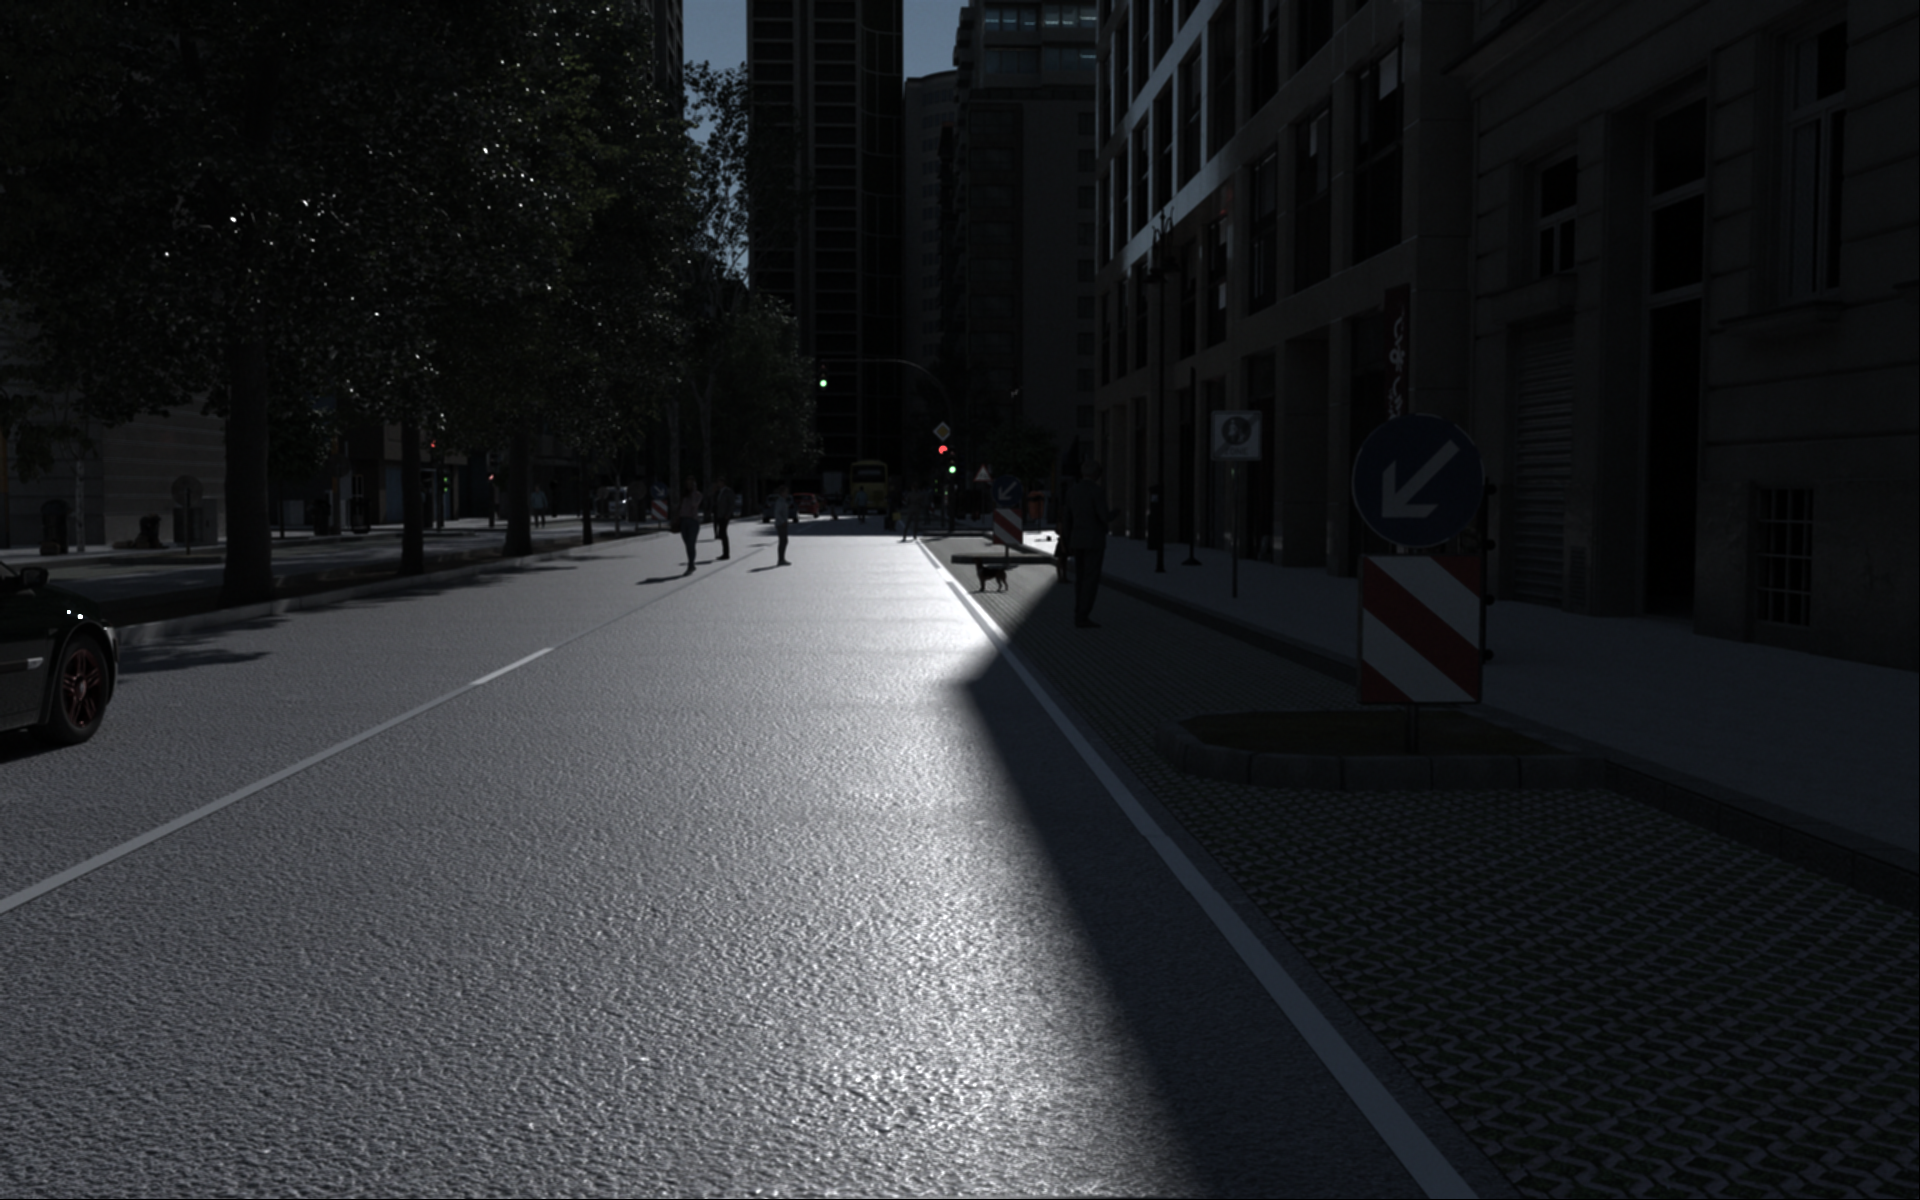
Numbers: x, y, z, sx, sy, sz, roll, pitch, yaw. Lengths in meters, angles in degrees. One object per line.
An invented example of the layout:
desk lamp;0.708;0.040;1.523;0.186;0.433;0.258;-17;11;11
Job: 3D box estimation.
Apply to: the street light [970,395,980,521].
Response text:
street light;0.688;-6.623;81.074;0.468;5.910;1.993;0;4;-3

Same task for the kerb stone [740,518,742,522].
kerb stone;-11.444;-4.087;89.108;0.120;0.150;1.000;0;4;-3

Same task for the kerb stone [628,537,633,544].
kerb stone;-9.572;-1.679;49.660;0.120;0.150;1.000;0;4;-3

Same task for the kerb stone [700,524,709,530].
kerb stone;-10.626;-3.027;71.702;0.120;0.150;1.000;0;4;-3

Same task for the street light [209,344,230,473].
street light;-18.999;-4.410;44.894;0.468;5.910;1.993;0;4;-3

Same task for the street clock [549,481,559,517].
street clock;-22.368;-5.559;95.464;0.471;2.002;0.358;2;4;28

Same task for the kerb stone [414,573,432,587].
kerb stone;-8.503;-0.301;27.122;0.120;0.150;1.000;0;4;-3

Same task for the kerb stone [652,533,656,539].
kerb stone;-9.821;-1.993;54.784;0.120;0.150;1.000;0;4;-3

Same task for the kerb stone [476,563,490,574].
kerb stone;-8.703;-0.553;31.231;0.120;0.150;1.000;0;4;-3

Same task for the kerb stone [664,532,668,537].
kerb stone;-9.967;-2.181;57.856;0.120;0.150;1.000;0;4;-3

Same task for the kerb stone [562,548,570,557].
kerb stone;-9.092;-1.051;39.424;0.120;0.150;1.000;0;4;-3

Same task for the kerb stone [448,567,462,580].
kerb stone;-8.609;-0.424;29.178;0.120;0.150;1.000;0;4;-3

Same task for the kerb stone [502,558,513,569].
kerb stone;-8.799;-0.678;33.280;0.120;0.150;1.000;0;4;-3

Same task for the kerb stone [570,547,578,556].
kerb stone;-9.138;-1.115;40.444;0.120;0.150;1.000;0;4;-3

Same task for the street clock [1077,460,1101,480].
street clock;2.744;-1.973;36.821;0.471;2.002;0.358;2;4;33

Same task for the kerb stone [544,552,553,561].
kerb stone;-8.999;-0.925;37.372;0.120;0.150;1.000;0;4;-3

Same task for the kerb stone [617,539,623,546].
kerb stone;-9.479;-1.554;47.602;0.120;0.150;1.000;0;4;-3

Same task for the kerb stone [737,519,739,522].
kerb stone;-11.346;-3.962;87.057;0.120;0.150;1.000;0;4;-3

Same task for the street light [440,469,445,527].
street light;-19.955;-5.738;66.600;0.468;5.910;1.993;0;4;-3

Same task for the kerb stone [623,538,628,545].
kerb stone;-9.531;-1.612;48.627;0.120;0.150;1.000;0;4;-3

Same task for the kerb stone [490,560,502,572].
kerb stone;-8.750;-0.614;32.252;0.120;0.150;1.000;0;4;-3

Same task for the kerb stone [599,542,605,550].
kerb stone;-9.336;-1.365;44.530;0.120;0.150;1.000;0;4;-3

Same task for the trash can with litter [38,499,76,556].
trash can with litter;-19.048;-1.536;36.500;0.624;1.170;1.055;-1;4;-18

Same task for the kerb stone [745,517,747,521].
kerb stone;-11.593;-4.280;92.183;0.120;0.150;1.000;0;4;-3

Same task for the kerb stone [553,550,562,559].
kerb stone;-9.039;-0.986;38.394;0.120;0.150;1.000;0;4;-3

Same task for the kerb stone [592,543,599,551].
kerb stone;-9.280;-1.303;43.509;0.120;0.150;1.000;0;4;-3

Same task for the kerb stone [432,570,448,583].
kerb stone;-8.551;-0.364;28.156;0.120;0.150;1.000;0;4;-3

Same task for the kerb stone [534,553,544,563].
kerb stone;-8.948;-0.862;36.347;0.120;0.150;1.000;0;4;-3

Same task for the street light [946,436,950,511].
street light;-0.716;-8.468;111.239;0.468;5.910;1.993;0;4;-3

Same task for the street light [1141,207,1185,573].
street light;3.283;-3.390;28.220;0.468;5.910;1.993;0;4;-3

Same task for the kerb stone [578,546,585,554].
kerb stone;-9.184;-1.179;41.465;0.120;0.150;1.000;0;4;-3

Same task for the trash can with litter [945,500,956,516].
trash can with litter;-0.334;-5.446;100.426;1.055;1.170;0.624;0;4;3

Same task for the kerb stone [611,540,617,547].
kerb stone;-9.431;-1.488;46.582;0.120;0.150;1.000;0;4;-3

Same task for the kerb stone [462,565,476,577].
kerb stone;-8.660;-0.489;30.199;0.120;0.150;1.000;0;4;-3

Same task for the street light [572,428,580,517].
street light;-21.295;-7.565;96.481;0.468;5.910;1.993;0;4;-3

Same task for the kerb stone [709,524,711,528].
kerb stone;-10.662;-3.088;72.724;0.120;0.150;1.000;0;4;-3

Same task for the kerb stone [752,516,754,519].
kerb stone;-11.829;-4.594;97.311;0.120;0.150;1.000;0;4;-3

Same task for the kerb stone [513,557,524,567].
kerb stone;-8.851;-0.740;34.300;0.120;0.150;1.000;0;4;-3

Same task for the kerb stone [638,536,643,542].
kerb stone;-9.669;-1.804;51.709;0.120;0.150;1.000;0;4;-3

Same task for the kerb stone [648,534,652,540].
kerb stone;-9.765;-1.931;53.764;0.120;0.150;1.000;0;4;-3

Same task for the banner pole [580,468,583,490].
banner pole;-28.315;-8.479;128.650;0.401;3.779;0.863;2;4;34

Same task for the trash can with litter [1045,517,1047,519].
trash can with litter;4.653;-4.432;83.857;1.055;1.170;0.624;0;4;-5

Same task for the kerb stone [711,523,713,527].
kerb stone;-10.720;-3.153;73.746;0.120;0.150;1.000;0;4;-3

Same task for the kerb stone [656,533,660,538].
kerb stone;-9.876;-2.055;55.807;0.120;0.150;1.000;0;4;-3

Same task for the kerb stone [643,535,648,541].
kerb stone;-9.719;-1.868;52.737;0.120;0.150;1.000;0;4;-3

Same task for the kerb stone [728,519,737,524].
kerb stone;-11.300;-3.903;86.036;0.120;0.150;1.000;0;4;-3

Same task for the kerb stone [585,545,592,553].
kerb stone;-9.232;-1.241;42.488;0.120;0.150;1.000;0;4;-3

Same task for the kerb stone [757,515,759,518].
kerb stone;-12.028;-4.846;101.421;0.120;0.150;1.000;0;4;-3

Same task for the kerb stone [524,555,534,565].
kerb stone;-8.898;-0.797;35.327;0.120;0.150;1.000;0;4;-3

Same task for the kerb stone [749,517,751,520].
kerb stone;-11.747;-4.469;95.262;0.120;0.150;1.000;0;4;-3

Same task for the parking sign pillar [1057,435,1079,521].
parking sign pillar;4.964;-5.472;77.937;1.447;3.967;1.447;1;4;20

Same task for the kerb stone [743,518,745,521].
kerb stone;-11.548;-4.217;91.149;0.120;0.150;1.000;0;4;-3

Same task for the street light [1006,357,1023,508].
street light;1.837;-5.252;58.659;0.468;5.910;1.993;0;4;-3

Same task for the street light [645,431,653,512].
street light;-22.783;-9.442;127.165;0.468;5.910;1.993;0;4;-3

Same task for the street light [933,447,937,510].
street light;-2.085;-10.304;141.257;0.468;5.910;1.993;0;4;-3

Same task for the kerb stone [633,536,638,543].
kerb stone;-9.619;-1.743;50.689;0.120;0.150;1.000;0;4;-3

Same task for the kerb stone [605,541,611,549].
kerb stone;-9.383;-1.428;45.551;0.120;0.150;1.000;0;4;-3

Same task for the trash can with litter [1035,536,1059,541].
trash can with litter;3.034;-2.230;47.525;2.233;1.210;1.678;-1;4;-17

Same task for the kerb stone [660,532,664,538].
kerb stone;-9.913;-2.118;56.831;0.120;0.150;1.000;0;4;-3

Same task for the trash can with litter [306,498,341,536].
trash can with litter;-19.638;-2.575;53.486;0.624;1.170;1.055;1;4;11
